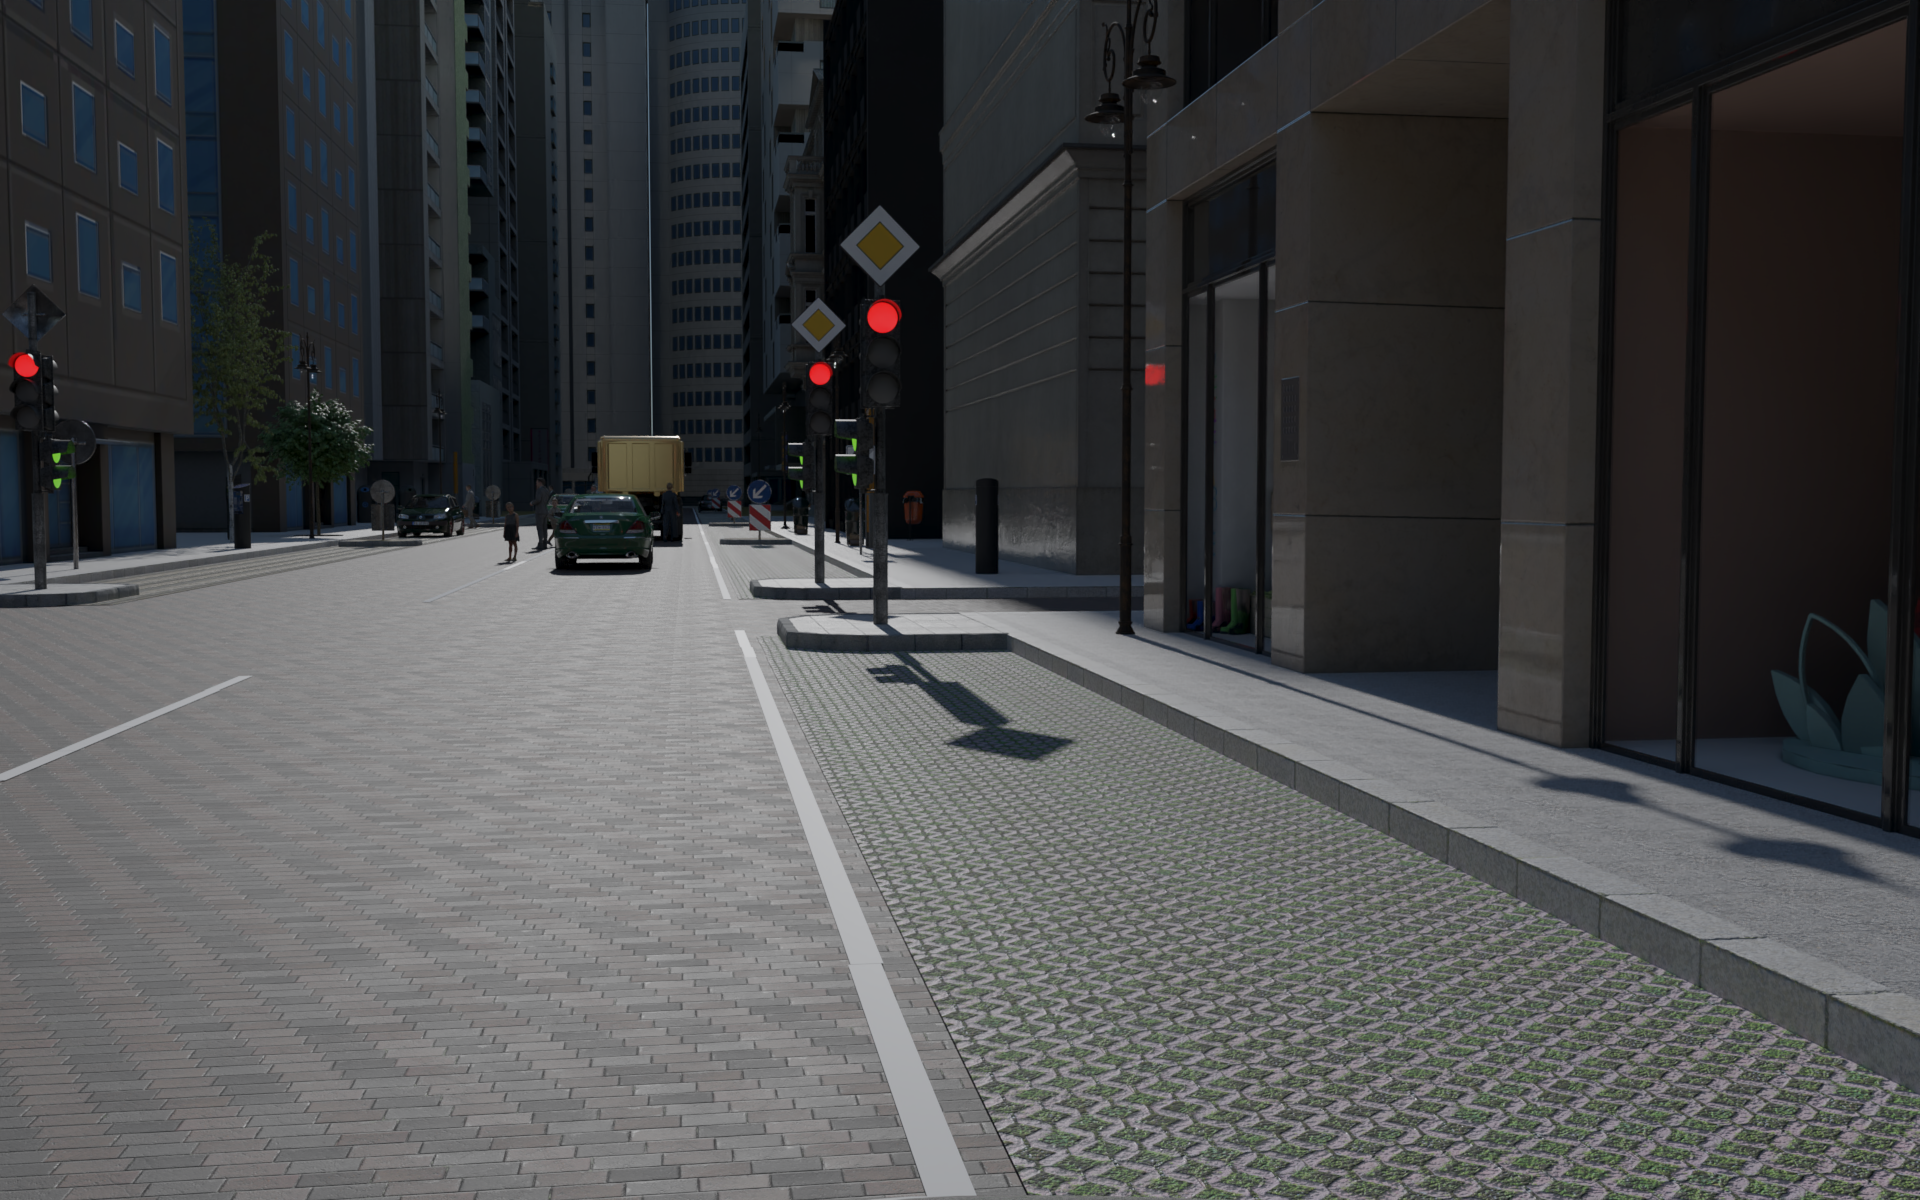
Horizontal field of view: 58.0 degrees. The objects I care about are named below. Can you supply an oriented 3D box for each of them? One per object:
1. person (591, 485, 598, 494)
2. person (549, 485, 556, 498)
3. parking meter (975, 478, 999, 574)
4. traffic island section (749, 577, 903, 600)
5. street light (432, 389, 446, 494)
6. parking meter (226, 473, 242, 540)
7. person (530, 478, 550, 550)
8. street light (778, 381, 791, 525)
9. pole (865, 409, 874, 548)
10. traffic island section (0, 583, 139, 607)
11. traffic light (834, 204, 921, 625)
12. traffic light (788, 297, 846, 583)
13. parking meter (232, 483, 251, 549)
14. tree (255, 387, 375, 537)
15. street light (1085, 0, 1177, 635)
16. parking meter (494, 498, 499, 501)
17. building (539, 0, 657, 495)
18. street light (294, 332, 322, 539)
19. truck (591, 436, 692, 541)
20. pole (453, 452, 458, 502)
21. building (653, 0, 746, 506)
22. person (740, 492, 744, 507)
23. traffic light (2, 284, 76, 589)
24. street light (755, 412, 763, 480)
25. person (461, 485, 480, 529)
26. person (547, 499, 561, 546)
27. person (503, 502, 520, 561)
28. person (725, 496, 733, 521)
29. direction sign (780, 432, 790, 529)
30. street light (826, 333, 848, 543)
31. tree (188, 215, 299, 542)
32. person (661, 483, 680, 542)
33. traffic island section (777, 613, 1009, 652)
[{"bbox_3d":[-14.396,-3.610,67.918,0.834,1.777,0.661,-2,4,-32],"label":"person"},{"bbox_3d":[-19.283,-4.497,81.807,0.755,1.850,0.659,-1,4,-21],"label":"person"},{"bbox_3d":[0.434,-1.188,27.835,0.372,1.533,0.369,0,3,0],"label":"parking meter"},{"bbox_3d":[-2.001,-0.166,24.990,2.009,0.180,2.903,-1,4,-9],"label":"traffic island section"},{"bbox_3d":[-22.786,-6.309,75.946,0.468,5.910,1.993,-1,4,-9],"label":"street light"},{"bbox_3d":[-20.389,-2.626,48.649,0.255,1.863,0.399,1,4,19],"label":"parking meter"},{"bbox_3d":[-10.904,-2.234,44.826,0.447,1.846,0.655,1,4,11],"label":"person"},{"bbox_3d":[-7.176,-5.998,70.848,0.468,5.910,1.993,-1,4,-9],"label":"street light"},{"bbox_3d":[-2.127,-2.873,40.824,0.158,3.312,0.155,0,3,0],"label":"pole"},{"bbox_3d":[-12.416,-0.066,23.363,2.009,0.180,2.903,-1,4,-9],"label":"traffic island section"},{"bbox_3d":[-0.802,-1.716,16.981,0.839,4.253,0.868,-1,4,-9],"label":"traffic light"},{"bbox_3d":[-2.043,-2.199,24.870,0.839,4.253,0.868,-1,4,-9],"label":"traffic light"},{"bbox_3d":[-16.888,-1.977,40.737,0.372,1.533,0.369,0,3,0],"label":"parking meter"},{"bbox_3d":[-19.705,-4.236,52.968,4.285,4.588,4.351,0,3,0],"label":"tree"},{"bbox_3d":[1.516,-2.625,15.703,0.468,5.910,1.993,-1,4,-9],"label":"street light"},{"bbox_3d":[-25.027,-5.189,93.247,0.372,1.533,0.369,0,3,0],"label":"parking meter"},{"bbox_3d":[-48.242,-39.606,189.555,28.212,58.520,21.231,-1,4,-9],"label":"building"},{"bbox_3d":[-18.622,-4.697,49.591,0.468,5.910,1.993,-1,4,-9],"label":"street light"},{"bbox_3d":[-10.434,-3.722,56.781,3.469,3.379,9.791,-1,4,-10],"label":"truck"},{"bbox_3d":[-24.387,-5.499,83.749,0.158,3.312,0.155,0,3,0],"label":"pole"},{"bbox_3d":[-20.364,-39.870,193.875,28.212,58.520,21.231,-1,4,-9],"label":"building"},{"bbox_3d":[-22.195,-10.364,178.675,1.217,1.735,0.721,1,4,20],"label":"person"},{"bbox_3d":[-12.375,-2.099,23.235,0.839,4.253,0.868,-1,4,-9],"label":"traffic light"},{"bbox_3d":[-11.362,-7.655,97.940,0.468,5.910,1.993,-1,4,-9],"label":"street light"},{"bbox_3d":[-20.136,-3.822,71.104,0.853,1.813,0.709,0,4,-8],"label":"person"},{"bbox_3d":[-11.118,-2.130,47.601,0.640,1.303,0.475,1,4,20],"label":"person"},{"bbox_3d":[-9.579,-1.456,36.978,0.362,1.253,0.373,2,4,24],"label":"person"},{"bbox_3d":[-12.328,-5.133,92.990,0.524,1.755,0.480,-1,4,-20],"label":"person"},{"bbox_3d":[-6.417,-4.373,63.504,0.379,3.537,0.876,-1,4,-20],"label":"direction sign"},{"bbox_3d":[-3.207,-4.430,45.216,0.468,5.910,1.993,-1,4,-9],"label":"street light"},{"bbox_3d":[-19.315,-5.815,45.440,4.737,8.622,4.395,0,3,0],"label":"tree"},{"bbox_3d":[-8.633,-2.612,51.630,0.576,1.772,0.534,0,4,-7],"label":"person"},{"bbox_3d":[-0.761,0.317,17.101,2.009,0.180,2.903,-1,4,-9],"label":"traffic island section"}]
